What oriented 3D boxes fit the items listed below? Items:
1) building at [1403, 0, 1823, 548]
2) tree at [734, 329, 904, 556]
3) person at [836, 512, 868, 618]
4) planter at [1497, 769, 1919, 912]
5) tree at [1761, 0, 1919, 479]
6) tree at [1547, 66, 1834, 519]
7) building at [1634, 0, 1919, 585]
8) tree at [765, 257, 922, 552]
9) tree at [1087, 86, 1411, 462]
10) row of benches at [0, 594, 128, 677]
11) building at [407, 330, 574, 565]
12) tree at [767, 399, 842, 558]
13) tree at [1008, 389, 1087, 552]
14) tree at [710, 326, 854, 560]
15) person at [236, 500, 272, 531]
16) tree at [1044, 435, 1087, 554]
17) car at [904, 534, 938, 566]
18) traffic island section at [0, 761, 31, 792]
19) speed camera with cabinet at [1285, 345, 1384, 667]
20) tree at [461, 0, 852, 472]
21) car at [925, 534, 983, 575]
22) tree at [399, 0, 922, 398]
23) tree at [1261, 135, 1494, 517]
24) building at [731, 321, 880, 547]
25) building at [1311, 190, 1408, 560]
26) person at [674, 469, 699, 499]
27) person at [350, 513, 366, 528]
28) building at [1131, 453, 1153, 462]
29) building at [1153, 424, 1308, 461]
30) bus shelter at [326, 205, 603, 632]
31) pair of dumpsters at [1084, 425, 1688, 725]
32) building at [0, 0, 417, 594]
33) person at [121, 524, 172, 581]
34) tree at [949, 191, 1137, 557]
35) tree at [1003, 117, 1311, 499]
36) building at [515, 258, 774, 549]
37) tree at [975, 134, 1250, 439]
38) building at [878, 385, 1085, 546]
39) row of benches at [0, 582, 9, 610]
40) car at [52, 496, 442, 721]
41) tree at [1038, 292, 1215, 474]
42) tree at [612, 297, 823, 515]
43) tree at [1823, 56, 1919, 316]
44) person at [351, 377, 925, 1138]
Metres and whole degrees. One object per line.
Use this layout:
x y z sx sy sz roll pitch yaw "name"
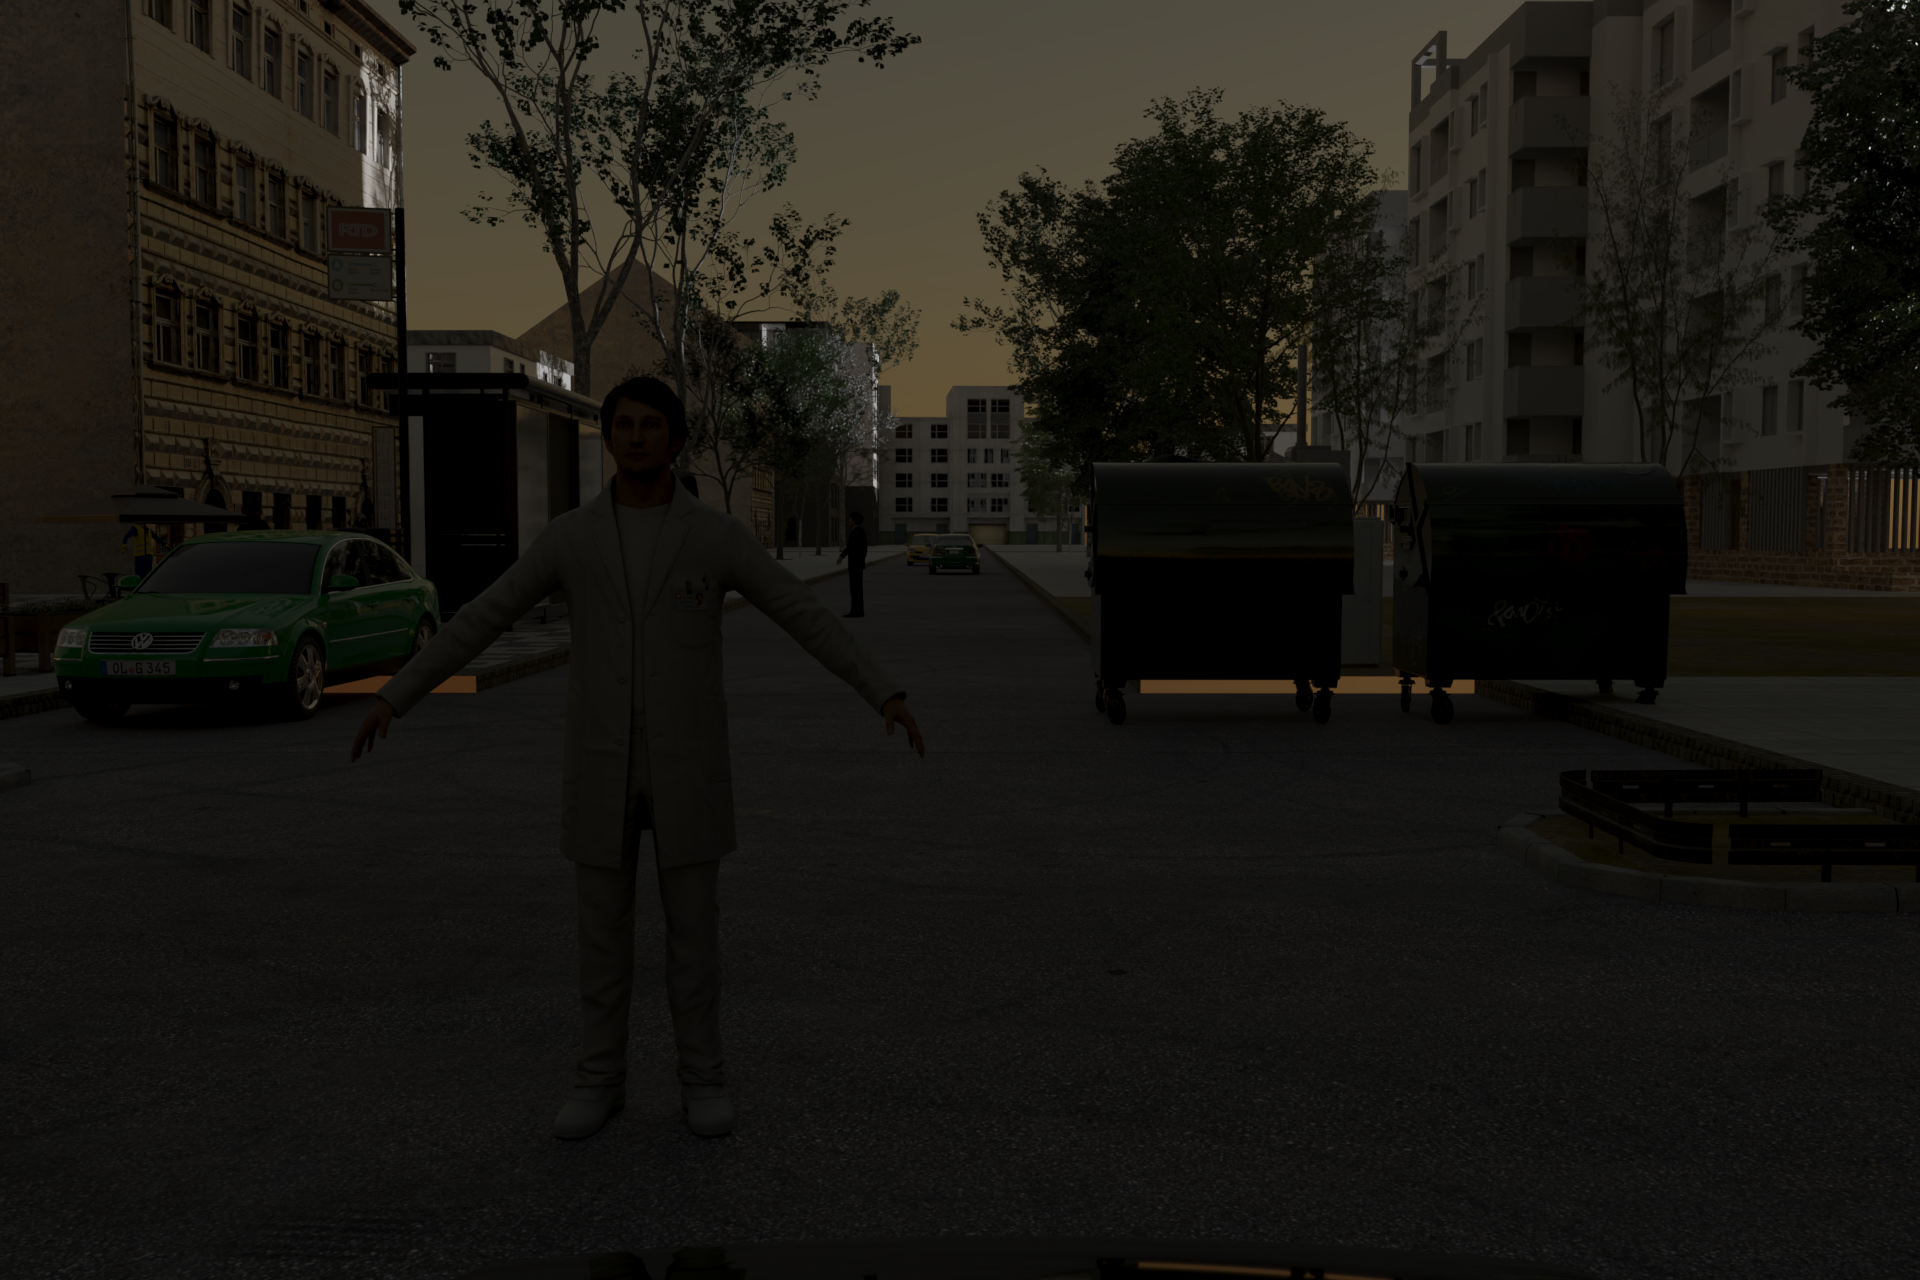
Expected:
22.628 -12.861 66.705 16.016 20.090 11.380 0 4 0 "building"
-8.305 -11.784 103.044 12.009 13.543 11.850 0 3 0 "tree"
-1.818 -1.298 29.865 0.705 1.806 1.347 1 4 15 "person"
3.454 0.831 7.558 1.991 0.319 1.994 0 4 1 "planter"
18.589 -7.490 29.115 9.857 13.997 8.962 0 3 0 "tree"
11.273 -4.756 28.129 4.360 8.622 3.978 0 3 0 "tree"
25.558 -11.875 50.573 16.016 20.090 11.380 0 3 0 "building"
-9.740 -16.218 121.054 12.611 20.169 13.585 0 3 0 "tree"
6.856 -7.000 40.212 9.928 11.665 9.643 0 3 0 "tree"
-8.664 -0.062 16.481 1.422 0.672 4.104 1 4 12 "row of benches"
-23.548 -8.764 85.439 9.099 9.664 28.070 0 4 1 "building"
-8.781 -8.759 93.578 4.360 8.622 3.978 0 3 0 "tree"
7.108 -12.373 120.432 7.486 12.596 7.792 0 3 0 "tree"
-8.841 -9.802 86.014 9.928 11.665 9.643 0 3 0 "tree"
-10.810 -1.251 26.679 1.346 1.802 0.704 2 4 25 "person"
6.766 -9.720 109.278 4.360 8.622 3.978 0 3 0 "tree"
-1.517 -4.183 78.616 2.015 1.641 3.980 0 4 0 "car"
-6.311 0.822 9.432 1.991 0.108 1.994 0 4 0 "traffic island section"
3.773 -1.419 17.529 0.660 3.252 2.038 0 4 0 "speed camera with cabinet"
-9.784 -12.196 55.286 12.611 20.169 13.585 0 3 0 "tree"
-0.206 -3.119 62.786 2.131 1.459 4.920 0 4 0 "car"
-7.116 -11.148 38.161 12.611 20.169 13.585 0 3 0 "tree"
7.419 -5.039 32.756 4.360 8.622 3.978 0 3 0 "tree"
-23.171 -20.709 182.562 27.936 21.610 32.646 0 3 0 "building"
24.905 -14.690 96.599 16.016 20.090 11.380 0 3 0 "building"
-1.632 -0.102 10.246 1.348 1.813 0.705 -2 4 -35 "person"
-16.169 -2.506 46.737 0.705 1.858 1.354 0 4 -2 "person"
21.899 -14.432 178.113 9.099 9.664 28.070 0 3 0 "building"
22.032 -12.456 145.804 9.099 9.664 28.070 0 4 1 "building"
-6.665 -2.834 23.976 2.179 5.291 8.768 0 4 0 "bus shelter"
3.184 -0.522 13.486 4.436 2.255 1.574 0 4 1 "pair of dumpsters"
-26.629 -13.100 45.109 19.493 23.208 18.063 0 3 0 "building"
-15.516 -1.624 33.016 0.721 1.772 1.216 1 4 19 "person"
6.252 -14.699 96.211 12.611 20.169 13.585 0 3 0 "tree"
6.203 -8.988 53.612 9.857 13.997 8.962 0 3 0 "tree"
-25.986 -19.305 146.559 19.493 23.208 18.063 0 4 -1 "building"
7.911 -13.742 80.571 12.611 20.169 13.585 0 3 0 "tree"
-1.305 -21.048 213.046 31.486 18.905 16.747 0 4 -3 "building"
-15.416 -0.554 24.521 1.422 0.672 4.104 1 4 18 "row of benches"
-5.858 -0.362 14.719 1.959 1.807 4.718 0 4 1 "car"
6.495 -8.106 66.945 7.601 10.594 8.767 -1 4 -22 "tree"
-9.150 -8.189 68.297 8.767 10.594 7.601 -3 5 -41 "tree"
12.931 -5.117 18.082 7.601 10.594 8.767 0 4 5 "tree"
-0.762 0.272 4.191 1.347 1.806 0.705 0 4 -3 "person"
